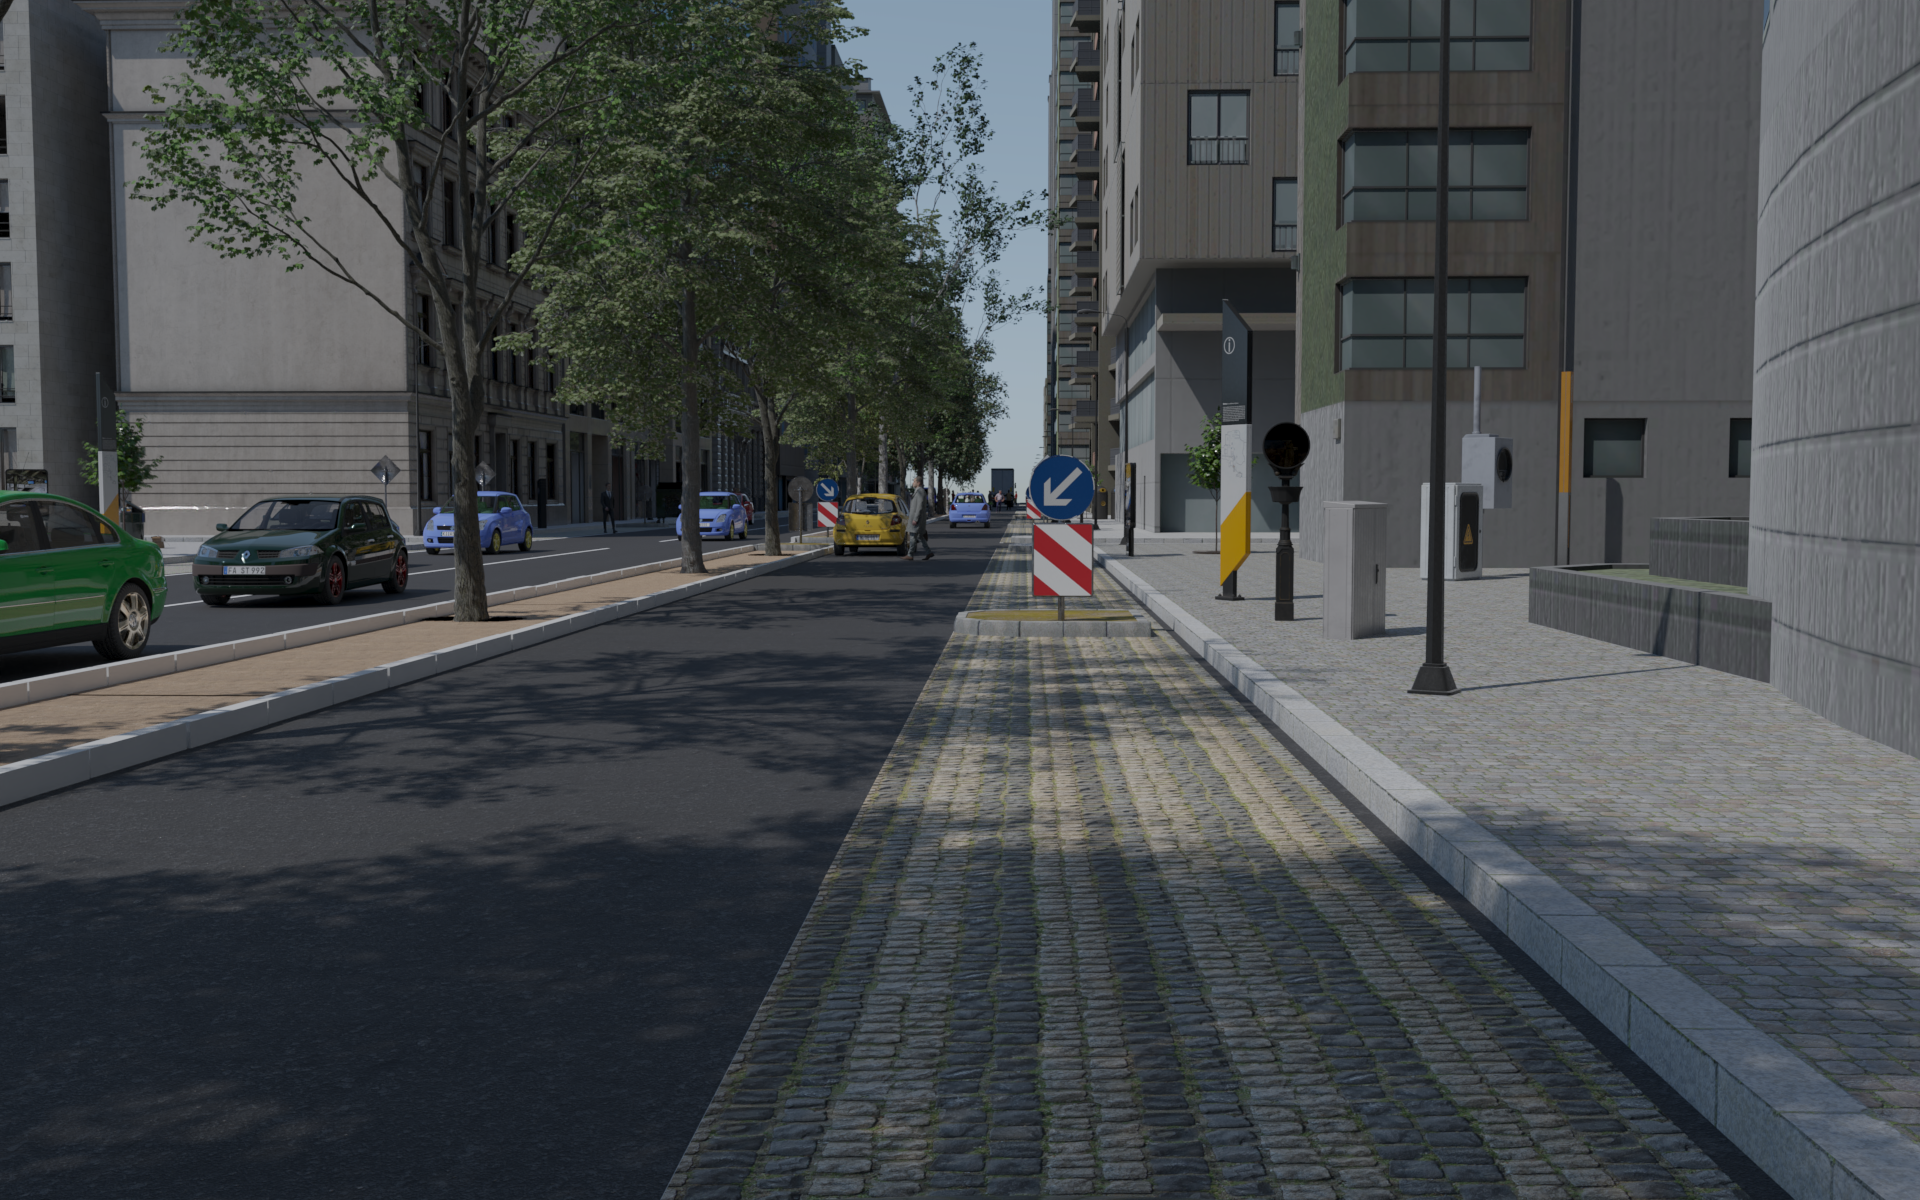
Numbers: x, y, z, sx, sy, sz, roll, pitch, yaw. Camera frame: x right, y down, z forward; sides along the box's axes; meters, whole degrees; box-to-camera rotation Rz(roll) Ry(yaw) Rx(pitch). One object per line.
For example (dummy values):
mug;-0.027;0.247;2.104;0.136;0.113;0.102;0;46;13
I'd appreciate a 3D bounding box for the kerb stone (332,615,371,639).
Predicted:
kerb stone;-6.209;0.290;17.459;0.120;0.150;1.000;0;4;2

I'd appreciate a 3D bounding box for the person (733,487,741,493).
person;-12.648;-5.478;98.042;0.580;1.828;0.573;1;4;17

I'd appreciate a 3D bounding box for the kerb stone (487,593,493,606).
kerb stone;-6.053;0.040;21.547;0.120;0.150;1.000;0;4;2

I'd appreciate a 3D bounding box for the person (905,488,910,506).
person;-3.353;-5.930;105.572;0.709;1.813;0.853;1;4;12

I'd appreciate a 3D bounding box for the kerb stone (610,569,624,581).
kerb stone;-5.789;-0.398;28.716;0.120;0.150;1.000;0;4;2

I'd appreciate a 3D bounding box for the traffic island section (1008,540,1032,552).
traffic island section;2.231;-1.319;43.852;2.009;0.180;2.903;0;4;2

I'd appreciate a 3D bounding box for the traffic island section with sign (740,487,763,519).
traffic island section with sign;-12.612;-5.681;101.505;1.989;1.847;2.006;0;4;2

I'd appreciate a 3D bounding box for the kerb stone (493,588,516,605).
kerb stone;-6.023;-0.023;22.576;0.120;0.150;1.000;0;4;2

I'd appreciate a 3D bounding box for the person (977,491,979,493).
person;1.437;-8.477;147.815;0.721;1.735;1.217;1;4;15

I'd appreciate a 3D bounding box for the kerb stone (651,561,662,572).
kerb stone;-5.676;-0.587;31.800;0.120;0.150;1.000;0;4;2

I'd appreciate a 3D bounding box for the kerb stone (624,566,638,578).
kerb stone;-5.747;-0.460;29.752;0.120;0.150;1.000;0;4;2

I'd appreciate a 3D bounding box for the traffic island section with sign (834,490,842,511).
traffic island section with sign;-10.716;-8.763;151.905;1.989;1.847;2.006;0;4;2

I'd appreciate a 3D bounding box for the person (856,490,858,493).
person;-7.641;-7.361;129.558;1.217;1.736;0.721;0;4;-7

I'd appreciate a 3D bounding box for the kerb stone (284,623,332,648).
kerb stone;-6.241;0.352;16.438;0.120;0.150;1.000;0;4;2

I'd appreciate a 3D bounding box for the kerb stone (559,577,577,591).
kerb stone;-5.899;-0.206;25.650;0.120;0.150;1.000;0;4;2

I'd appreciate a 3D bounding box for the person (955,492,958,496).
person;-0.380;-16.753;283.192;1.217;1.735;0.721;0;4;2

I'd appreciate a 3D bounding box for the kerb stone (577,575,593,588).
kerb stone;-5.870;-0.274;26.671;0.120;0.150;1.000;0;4;2

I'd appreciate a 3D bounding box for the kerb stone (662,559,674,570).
kerb stone;-5.631;-0.650;32.826;0.120;0.150;1.000;0;4;2

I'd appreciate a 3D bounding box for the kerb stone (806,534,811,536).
kerb stone;-4.840;-1.937;53.865;0.120;0.150;1.000;0;4;2

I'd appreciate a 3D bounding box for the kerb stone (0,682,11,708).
kerb stone;-6.437;0.666;11.313;0.120;0.150;1.000;0;4;2

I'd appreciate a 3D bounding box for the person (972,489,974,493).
person;1.031;-7.836;136.621;1.348;1.824;0.705;0;4;1

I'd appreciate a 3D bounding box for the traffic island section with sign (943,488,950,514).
traffic island section with sign;-1.064;-7.259;126.818;2.006;1.907;1.989;0;4;2

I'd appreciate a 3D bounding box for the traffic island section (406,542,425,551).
traffic island section;-14.748;-1.358;44.492;2.009;0.180;2.903;0;4;2

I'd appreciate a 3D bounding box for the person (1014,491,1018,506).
person;6.979;-12.731;216.590;0.705;1.831;1.348;-1;4;-18

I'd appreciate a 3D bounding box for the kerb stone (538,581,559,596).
kerb stone;-5.938;-0.134;24.622;0.120;0.150;1.000;0;4;2

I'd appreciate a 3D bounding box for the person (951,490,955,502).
person;-0.641;-9.706;167.125;0.705;1.831;1.348;1;4;9

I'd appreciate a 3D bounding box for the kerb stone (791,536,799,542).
kerb stone;-4.930;-1.811;51.806;0.120;0.150;1.000;0;4;2

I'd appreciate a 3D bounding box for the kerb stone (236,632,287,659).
kerb stone;-6.289;0.419;15.417;0.120;0.150;1.000;0;4;2

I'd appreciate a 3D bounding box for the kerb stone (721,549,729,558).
kerb stone;-5.400;-1.026;38.977;0.120;0.150;1.000;0;4;2

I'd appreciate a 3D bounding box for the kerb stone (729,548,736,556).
kerb stone;-5.370;-1.089;39.999;0.120;0.150;1.000;0;4;2

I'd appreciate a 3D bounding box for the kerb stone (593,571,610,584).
kerb stone;-5.823;-0.329;27.695;0.120;0.150;1.000;0;4;2

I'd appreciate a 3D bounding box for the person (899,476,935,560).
person;-0.932;-1.764;37.437;0.767;1.812;0.694;0;4;-1

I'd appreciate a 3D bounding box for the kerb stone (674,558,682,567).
kerb stone;-5.593;-0.713;33.853;0.120;0.150;1.000;0;4;2

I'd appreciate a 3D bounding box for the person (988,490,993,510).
person;2.723;-8.902;154.592;0.434;1.755;0.990;2;4;24

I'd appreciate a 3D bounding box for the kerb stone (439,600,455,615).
kerb stone;-6.092;0.102;20.526;0.120;0.150;1.000;0;4;2

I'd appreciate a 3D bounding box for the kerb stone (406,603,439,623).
kerb stone;-6.128;0.168;19.502;0.120;0.150;1.000;0;4;2

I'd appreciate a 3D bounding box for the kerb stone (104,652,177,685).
kerb stone;-6.368;0.540;13.373;0.120;0.150;1.000;0;4;2

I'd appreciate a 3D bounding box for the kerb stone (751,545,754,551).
kerb stone;-5.246;-1.278;43.089;0.120;0.150;1.000;0;4;2

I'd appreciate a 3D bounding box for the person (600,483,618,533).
person;-12.792;-3.361;63.229;0.659;1.850;0.755;-3;4;-38

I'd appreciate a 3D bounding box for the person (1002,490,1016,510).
person;4.334;-8.925;154.521;1.348;1.812;0.705;-1;4;-15

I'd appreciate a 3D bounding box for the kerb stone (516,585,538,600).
kerb stone;-5.980;-0.086;23.597;0.120;0.150;1.000;0;4;2

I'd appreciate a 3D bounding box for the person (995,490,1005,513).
person;3.029;-7.487;131.857;0.756;1.711;0.436;0;3;0

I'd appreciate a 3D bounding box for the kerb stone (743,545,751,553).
kerb stone;-5.283;-1.215;42.059;0.120;0.150;1.000;0;4;2

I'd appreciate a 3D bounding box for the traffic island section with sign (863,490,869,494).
traffic island section with sign;-9.691;-10.445;179.399;1.989;1.847;2.006;0;4;2

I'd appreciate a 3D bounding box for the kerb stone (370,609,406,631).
kerb stone;-6.178;0.227;18.481;0.120;0.150;1.000;0;4;2

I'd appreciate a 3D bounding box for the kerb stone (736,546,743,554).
kerb stone;-5.331;-1.152;41.028;0.120;0.150;1.000;0;4;2

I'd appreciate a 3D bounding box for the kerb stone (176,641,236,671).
kerb stone;-6.324;0.479;14.395;0.120;0.150;1.000;0;4;2

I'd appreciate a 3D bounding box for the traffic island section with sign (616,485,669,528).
traffic island section with sign;-13.626;-4.033;74.569;1.989;1.847;2.006;0;4;2

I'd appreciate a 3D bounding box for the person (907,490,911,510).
person;-3.952;-7.421;130.504;0.551;1.740;0.621;1;4;16

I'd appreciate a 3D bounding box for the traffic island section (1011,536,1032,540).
traffic island section;2.531;-1.807;51.831;2.009;0.180;2.903;0;4;2

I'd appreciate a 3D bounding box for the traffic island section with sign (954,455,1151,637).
traffic island section with sign;0.948;-0.585;18.185;1.989;1.847;2.006;0;4;2

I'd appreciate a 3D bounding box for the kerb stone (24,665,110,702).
kerb stone;-6.403;0.603;12.340;0.120;0.150;1.000;0;4;2

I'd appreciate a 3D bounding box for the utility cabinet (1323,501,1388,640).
utility cabinet;3.589;-0.277;15.689;0.306;1.237;1.020;2;4;30

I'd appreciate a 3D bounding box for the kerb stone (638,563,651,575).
kerb stone;-5.709;-0.523;30.773;0.120;0.150;1.000;0;4;2

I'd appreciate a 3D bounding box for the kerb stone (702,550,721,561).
kerb stone;-5.446;-0.961;37.956;0.120;0.150;1.000;0;4;2

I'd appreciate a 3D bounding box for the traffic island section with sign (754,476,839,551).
traffic island section with sign;-4.163;-2.214;44.330;2.006;1.907;1.989;0;4;2
